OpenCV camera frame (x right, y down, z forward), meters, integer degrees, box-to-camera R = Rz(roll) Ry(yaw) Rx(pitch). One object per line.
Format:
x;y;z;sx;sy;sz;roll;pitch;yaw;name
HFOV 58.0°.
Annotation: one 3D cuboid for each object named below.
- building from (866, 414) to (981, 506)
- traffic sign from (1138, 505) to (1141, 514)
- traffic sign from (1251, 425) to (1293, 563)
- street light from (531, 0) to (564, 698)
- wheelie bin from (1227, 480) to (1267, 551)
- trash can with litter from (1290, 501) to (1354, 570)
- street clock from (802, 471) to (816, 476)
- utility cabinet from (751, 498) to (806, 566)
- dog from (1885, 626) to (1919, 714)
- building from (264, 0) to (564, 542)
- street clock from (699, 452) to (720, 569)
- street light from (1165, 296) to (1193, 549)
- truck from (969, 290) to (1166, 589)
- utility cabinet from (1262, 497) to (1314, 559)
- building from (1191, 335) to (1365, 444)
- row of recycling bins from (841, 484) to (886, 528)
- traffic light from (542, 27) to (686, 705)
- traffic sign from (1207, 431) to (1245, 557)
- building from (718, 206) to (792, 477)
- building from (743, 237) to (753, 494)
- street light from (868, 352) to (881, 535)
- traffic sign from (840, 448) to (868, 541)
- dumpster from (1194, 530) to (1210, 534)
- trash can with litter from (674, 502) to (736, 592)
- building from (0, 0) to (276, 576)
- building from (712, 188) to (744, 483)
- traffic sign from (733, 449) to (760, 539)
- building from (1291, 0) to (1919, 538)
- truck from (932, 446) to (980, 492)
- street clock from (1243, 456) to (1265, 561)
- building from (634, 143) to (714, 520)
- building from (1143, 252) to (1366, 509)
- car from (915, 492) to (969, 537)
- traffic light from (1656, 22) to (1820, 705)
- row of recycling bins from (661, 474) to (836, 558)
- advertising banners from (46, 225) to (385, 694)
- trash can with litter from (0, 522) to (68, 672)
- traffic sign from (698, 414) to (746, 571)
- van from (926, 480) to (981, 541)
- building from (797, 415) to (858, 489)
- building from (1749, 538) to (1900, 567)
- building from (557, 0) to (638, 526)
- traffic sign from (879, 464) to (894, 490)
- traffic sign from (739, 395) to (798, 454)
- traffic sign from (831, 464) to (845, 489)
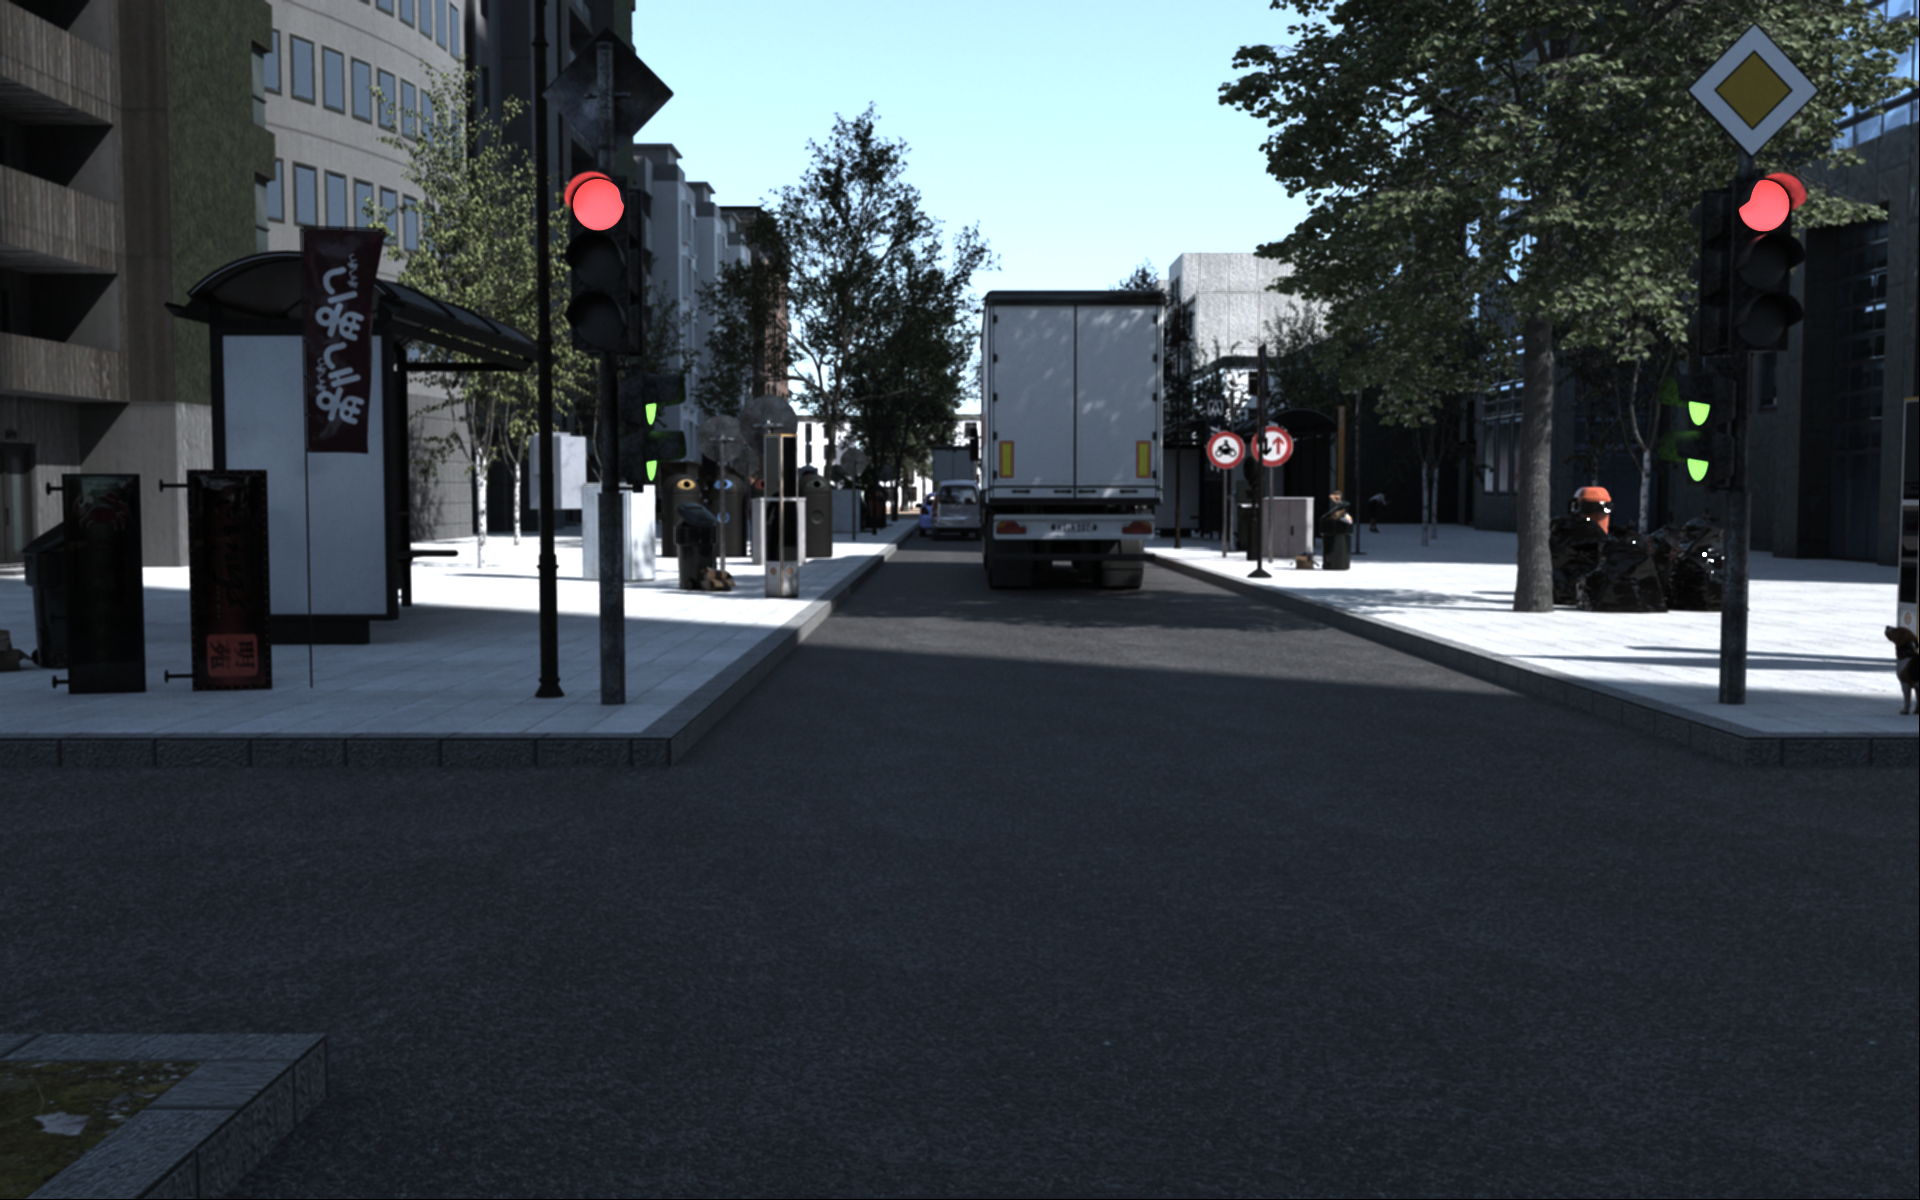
3.841;-14.867;185.216;28.070;9.664;9.099;0;4;0;building
5.026;-2.962;48.531;0.768;2.556;0.104;0;4;7;traffic sign
5.787;-1.962;32.190;0.768;2.556;0.104;0;4;7;traffic sign
-2.602;-2.325;10.806;0.468;5.910;1.993;0;4;0;street light
6.571;-1.924;39.367;0.980;1.594;0.693;1;4;9;wheelie bin
6.116;-1.094;29.270;1.055;1.170;0.624;1;4;19;trash can with litter
-4.650;-2.990;53.463;0.358;2.002;0.471;-3;4;-39;street clock
-3.293;-1.241;31.457;1.020;1.237;0.306;-3;5;-42;utility cabinet
5.569;0.423;9.916;0.540;0.507;0.406;2;4;35;dog
-24.947;-30.923;47.593;21.231;58.520;28.212;0;4;0;building
-4.052;-1.440;28.116;0.358;2.002;0.471;0;4;-4;street clock
5.127;-4.151;40.654;0.468;5.910;1.993;0;4;0;street light
1.594;-2.478;29.433;2.839;4.237;11.283;0;4;0;truck
6.547;-1.436;34.635;1.020;1.237;0.306;3;5;42;utility cabinet
20.522;-10.001;105.664;9.099;9.664;28.070;0;4;0;building
-4.538;-3.548;65.120;3.534;1.692;1.069;0;4;-5;row of recycling bins
-2.104;-1.318;10.474;0.839;4.253;0.868;0;4;0;traffic light
5.355;-2.133;34.982;0.768;2.556;0.104;0;4;1;traffic sign
-30.514;-17.920;136.967;32.646;21.610;27.936;0;4;0;building
-21.735;-15.773;114.306;16.016;20.091;11.380;0;4;0;building
-2.693;-4.990;54.372;0.468;5.910;1.993;0;4;0;street light
-2.929;-2.915;47.761;0.768;2.556;0.104;1;4;9;traffic sign
8.316;-3.286;56.228;1.502;2.255;1.985;0;4;0;dumpster
-3.364;-0.720;23.167;0.624;1.170;1.055;-3;5;-41;trash can with litter
-20.694;-15.635;27.341;14.160;30.474;14.107;0;4;0;building
-21.806;-15.078;102.947;16.016;20.091;11.380;0;4;0;building
-6.036;-2.982;48.862;0.768;2.556;0.104;0;4;5;traffic sign
27.496;-46.175;67.634;22.319;86.520;31.000;0;4;0;building
-0.272;-7.175;106.221;2.839;4.237;11.283;0;4;1;truck
5.652;-1.759;33.331;0.358;2.002;0.471;-1;4;-18;street clock
-22.052;-14.383;91.587;16.016;20.091;11.380;0;4;0;building
24.567;-16.435;135.163;16.747;18.905;31.486;0;4;0;building
-0.564;-3.048;59.418;1.945;1.707;3.694;0;4;-2;car
4.717;-1.320;10.509;0.839;4.253;0.868;0;4;0;traffic light
-4.339;-1.719;35.213;3.534;1.692;1.069;0;4;4;row of recycling bins
-4.791;-0.921;11.241;2.074;3.025;0.090;-1;4;-13;advertising banners
-6.758;-0.079;12.681;0.624;1.170;1.055;3;5;44;trash can with litter
-3.808;-1.689;27.720;0.768;2.556;0.104;0;4;0;traffic sign
-0.064;-2.921;54.778;2.013;2.044;4.112;0;4;0;van
-24.975;-14.791;183.981;28.070;9.664;9.099;0;4;0;building
32.007;-43.918;30.734;31.000;86.520;22.319;0;4;0;building
-21.389;-23.642;70.147;14.154;41.232;14.086;0;4;0;building
-3.226;-4.543;74.380;0.768;2.556;0.104;0;4;0;traffic sign
-2.459;-1.352;22.217;0.768;2.556;0.104;0;4;7;traffic sign
-5.315;-4.554;74.558;0.768;2.556;0.104;0;4;7;traffic sign
